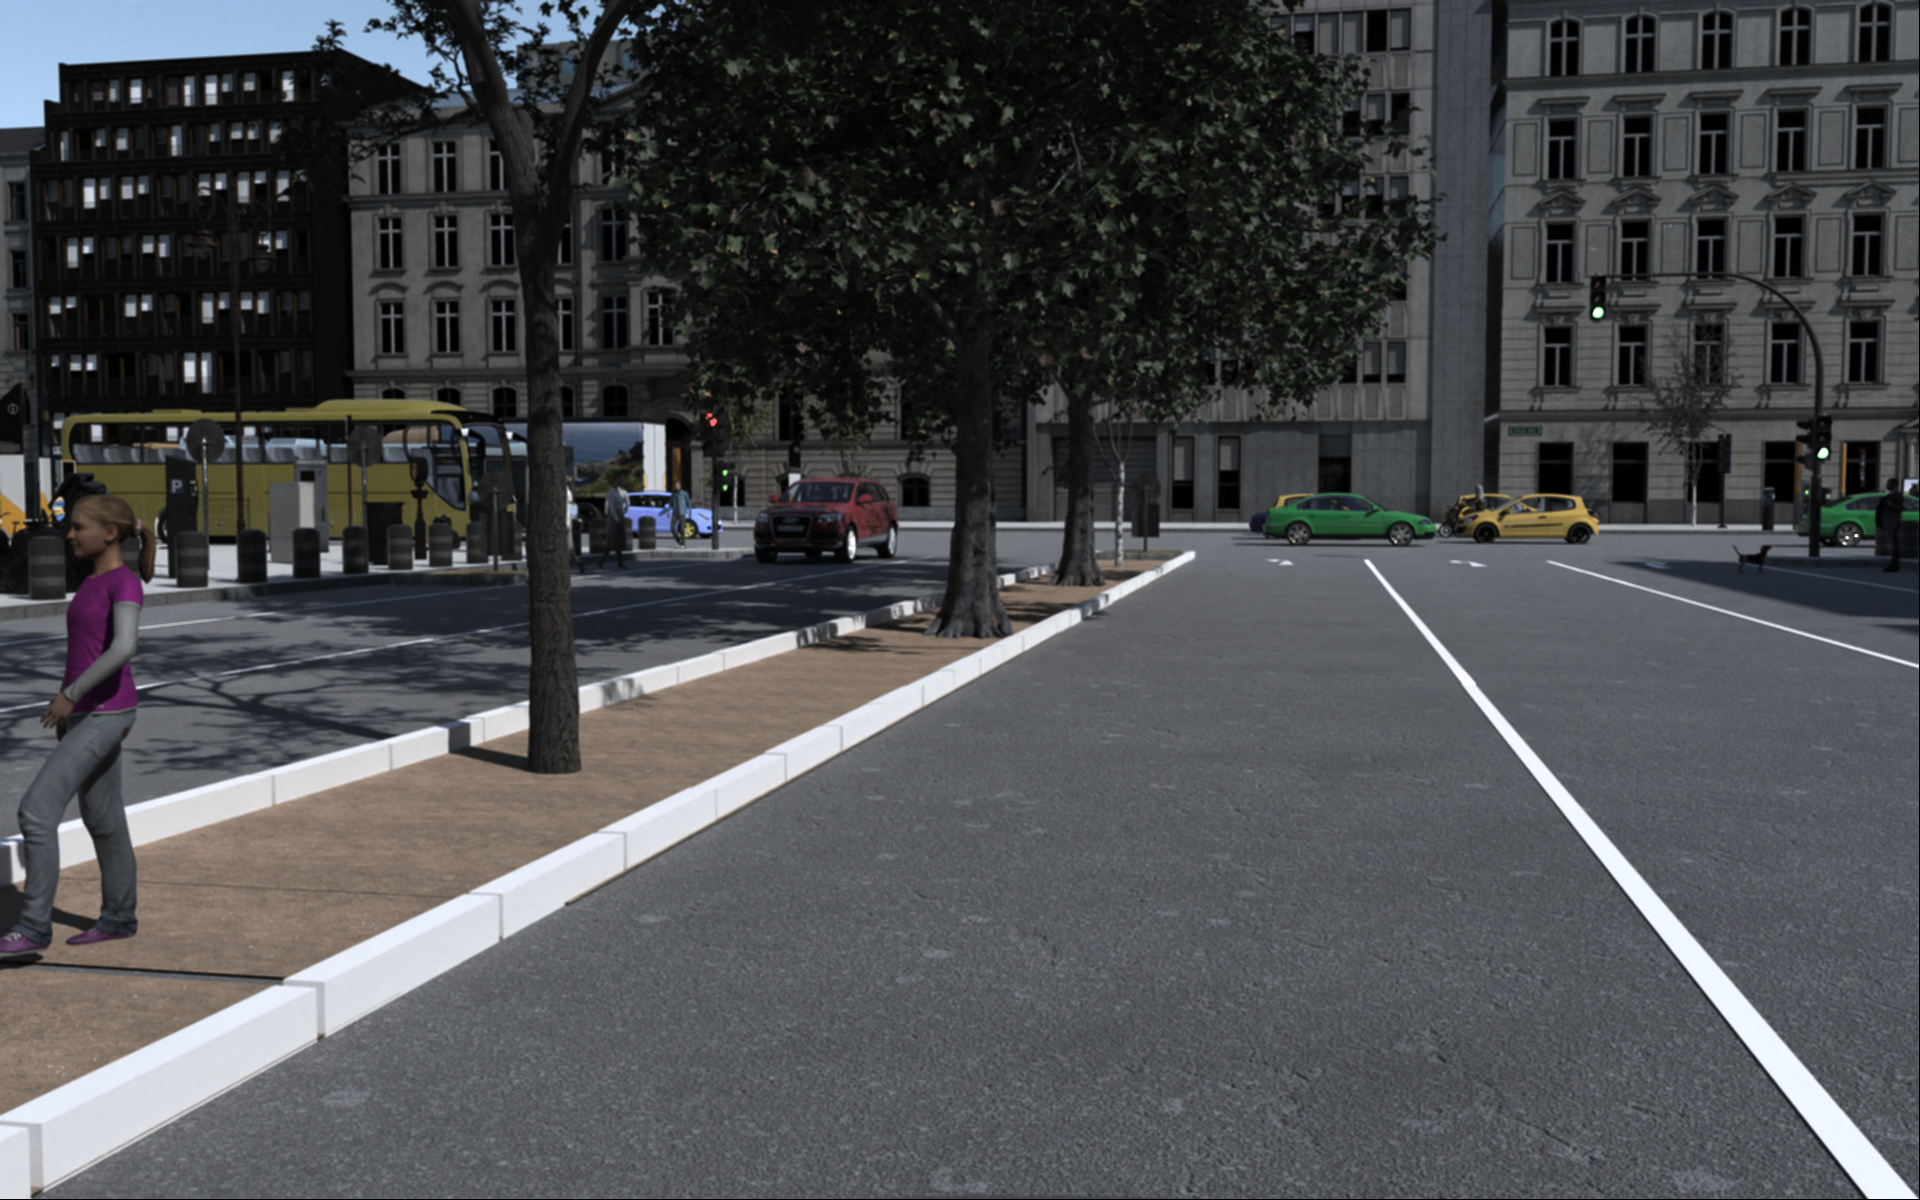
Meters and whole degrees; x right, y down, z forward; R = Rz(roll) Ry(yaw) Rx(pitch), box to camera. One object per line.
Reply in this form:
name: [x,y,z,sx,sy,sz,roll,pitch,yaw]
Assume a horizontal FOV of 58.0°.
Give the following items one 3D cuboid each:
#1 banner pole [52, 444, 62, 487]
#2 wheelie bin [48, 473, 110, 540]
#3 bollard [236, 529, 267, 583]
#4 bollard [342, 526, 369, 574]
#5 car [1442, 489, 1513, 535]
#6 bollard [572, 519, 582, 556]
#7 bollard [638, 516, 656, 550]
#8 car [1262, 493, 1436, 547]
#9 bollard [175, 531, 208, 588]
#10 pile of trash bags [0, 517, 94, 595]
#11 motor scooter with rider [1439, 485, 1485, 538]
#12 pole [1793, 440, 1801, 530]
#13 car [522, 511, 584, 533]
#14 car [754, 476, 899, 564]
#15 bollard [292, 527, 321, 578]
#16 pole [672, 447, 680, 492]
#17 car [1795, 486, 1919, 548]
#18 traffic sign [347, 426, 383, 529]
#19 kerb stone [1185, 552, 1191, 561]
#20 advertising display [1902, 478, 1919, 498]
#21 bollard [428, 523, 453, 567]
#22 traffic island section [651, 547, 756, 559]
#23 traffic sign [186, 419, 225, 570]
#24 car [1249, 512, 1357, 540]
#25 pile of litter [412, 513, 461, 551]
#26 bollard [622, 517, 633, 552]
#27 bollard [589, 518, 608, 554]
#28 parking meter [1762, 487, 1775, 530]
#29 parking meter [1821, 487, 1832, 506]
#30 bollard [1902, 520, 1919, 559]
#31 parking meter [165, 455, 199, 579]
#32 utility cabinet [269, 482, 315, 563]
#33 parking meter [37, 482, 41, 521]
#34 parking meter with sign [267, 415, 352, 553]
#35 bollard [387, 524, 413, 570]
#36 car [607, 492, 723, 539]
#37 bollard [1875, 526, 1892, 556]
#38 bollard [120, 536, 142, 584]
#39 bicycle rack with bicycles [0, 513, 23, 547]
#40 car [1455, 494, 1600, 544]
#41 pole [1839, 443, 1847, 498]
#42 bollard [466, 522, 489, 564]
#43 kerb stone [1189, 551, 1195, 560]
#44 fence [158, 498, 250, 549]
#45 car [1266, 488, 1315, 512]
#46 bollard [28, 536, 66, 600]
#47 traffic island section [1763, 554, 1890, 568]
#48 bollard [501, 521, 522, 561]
banner pole: [-39.375,-5.260,76.016,0.863,3.779,0.401,-2,4,-29]
wheelie bin: [-13.276,-1.120,26.227,0.693,1.594,0.980,0,4,6]
bollard: [-10.285,-0.639,25.157,0.404,0.777,0.398,0,3,0]
bollard: [-9.733,-0.805,27.878,0.404,0.777,0.398,0,3,0]
car: [18.512,-2.990,59.107,3.980,1.641,2.015,1,4,11]
bollard: [-8.081,-1.303,36.028,0.404,0.777,0.398,0,3,0]
bollard: [-7.249,-1.554,40.125,0.404,0.777,0.398,0,3,0]
car: [10.804,-2.406,48.138,4.718,1.807,1.959,1,4,12]
bollard: [-10.560,-0.556,23.800,0.404,0.777,0.398,0,3,0]
pile of trash bags: [-12.886,-0.836,23.427,3.447,1.369,1.912,2,4,30]
motor scooter with rider: [16.781,-2.936,56.967,1.986,1.779,0.876,1,4,11]
pole: [29.783,-4.146,61.623,0.158,3.312,0.155,0,3,0]
car: [-14.523,-2.894,57.108,4.222,1.686,2.009,1,4,10]
car: [-2.825,-1.762,37.482,2.281,1.827,5.304,1,4,13]
bollard: [-10.010,-0.722,26.515,0.404,0.777,0.398,0,3,0]
pole: [-12.465,-5.011,75.766,0.158,3.312,0.155,0,3,0]
car: [25.213,-2.323,46.785,4.718,1.807,1.959,1,4,11]
traffic sign: [-11.193,-1.984,32.549,0.768,2.556,0.104,1,4,15]
kerb stone: [4.695,-0.863,36.299,0.120,0.150,1.000,1,4,11]
advertising display: [38.011,-3.897,68.936,0.974,1.923,0.123,1,4,10]
bollard: [-9.178,-0.971,30.597,0.404,0.777,0.398,0,3,0]
traffic island section: [-5.662,-1.081,39.950,2.009,0.180,2.903,1,4,11]
traffic sign: [-12.751,-1.783,29.258,0.768,2.556,0.104,1,4,15]
car: [11.189,-2.603,55.143,3.894,1.354,1.945,1,4,13]
pile of litter: [-12.172,-1.585,39.885,1.176,0.858,1.719,1,4,22]
bollard: [-7.527,-1.469,38.742,0.404,0.777,0.398,0,3,0]
bollard: [-7.805,-1.386,37.385,0.404,0.777,0.398,0,3,0]
parking meter: [28.559,-3.228,61.182,0.372,1.533,0.369,0,3,0]
parking meter: [31.218,-3.306,62.465,0.372,1.533,0.369,0,3,0]
bollard: [18.873,-1.207,34.443,0.404,0.777,0.398,0,3,0]
parking meter: [-11.783,-1.257,26.259,0.399,1.863,0.255,0,4,4]
utility cabinet: [-12.332,-1.427,32.010,1.173,1.500,0.318,3,5,43]
parking meter: [-43.746,-4.691,82.417,0.255,1.863,0.399,-1,4,-20]
parking meter with sign: [-14.242,-2.549,37.938,1.738,3.016,0.543,-2,4,-25]
bollard: [-9.452,-0.888,29.239,0.404,0.777,0.398,0,3,0]
car: [-9.548,-2.847,56.145,3.694,1.707,1.945,1,4,13]
bollard: [19.149,-1.290,35.801,0.404,0.777,0.398,0,3,0]
bollard: [-10.833,-0.472,22.442,0.404,0.777,0.398,0,3,0]
bicycle rack with bicycles: [-19.163,-1.159,32.338,2.925,0.926,2.852,2,4,33]
car: [16.518,-2.463,50.486,3.980,1.641,2.015,1,4,12]
pole: [35.254,-4.608,69.191,0.158,3.312,0.155,0,3,0]
bollard: [-8.906,-1.054,31.955,0.404,0.777,0.398,0,3,0]
kerb stone: [4.904,-0.925,37.312,0.120,0.150,1.000,1,4,11]
fence: [-17.577,-1.790,40.477,2.264,1.192,0.480,1,4,9]
car: [12.627,-3.074,60.491,3.980,1.641,2.015,1,4,12]
bollard: [-11.112,-0.389,21.075,0.404,0.777,0.398,0,3,0]
traffic island section: [17.410,-0.795,35.284,2.009,0.180,2.903,1,4,11]
bollard: [-8.629,-1.137,33.312,0.404,0.777,0.398,0,3,0]
